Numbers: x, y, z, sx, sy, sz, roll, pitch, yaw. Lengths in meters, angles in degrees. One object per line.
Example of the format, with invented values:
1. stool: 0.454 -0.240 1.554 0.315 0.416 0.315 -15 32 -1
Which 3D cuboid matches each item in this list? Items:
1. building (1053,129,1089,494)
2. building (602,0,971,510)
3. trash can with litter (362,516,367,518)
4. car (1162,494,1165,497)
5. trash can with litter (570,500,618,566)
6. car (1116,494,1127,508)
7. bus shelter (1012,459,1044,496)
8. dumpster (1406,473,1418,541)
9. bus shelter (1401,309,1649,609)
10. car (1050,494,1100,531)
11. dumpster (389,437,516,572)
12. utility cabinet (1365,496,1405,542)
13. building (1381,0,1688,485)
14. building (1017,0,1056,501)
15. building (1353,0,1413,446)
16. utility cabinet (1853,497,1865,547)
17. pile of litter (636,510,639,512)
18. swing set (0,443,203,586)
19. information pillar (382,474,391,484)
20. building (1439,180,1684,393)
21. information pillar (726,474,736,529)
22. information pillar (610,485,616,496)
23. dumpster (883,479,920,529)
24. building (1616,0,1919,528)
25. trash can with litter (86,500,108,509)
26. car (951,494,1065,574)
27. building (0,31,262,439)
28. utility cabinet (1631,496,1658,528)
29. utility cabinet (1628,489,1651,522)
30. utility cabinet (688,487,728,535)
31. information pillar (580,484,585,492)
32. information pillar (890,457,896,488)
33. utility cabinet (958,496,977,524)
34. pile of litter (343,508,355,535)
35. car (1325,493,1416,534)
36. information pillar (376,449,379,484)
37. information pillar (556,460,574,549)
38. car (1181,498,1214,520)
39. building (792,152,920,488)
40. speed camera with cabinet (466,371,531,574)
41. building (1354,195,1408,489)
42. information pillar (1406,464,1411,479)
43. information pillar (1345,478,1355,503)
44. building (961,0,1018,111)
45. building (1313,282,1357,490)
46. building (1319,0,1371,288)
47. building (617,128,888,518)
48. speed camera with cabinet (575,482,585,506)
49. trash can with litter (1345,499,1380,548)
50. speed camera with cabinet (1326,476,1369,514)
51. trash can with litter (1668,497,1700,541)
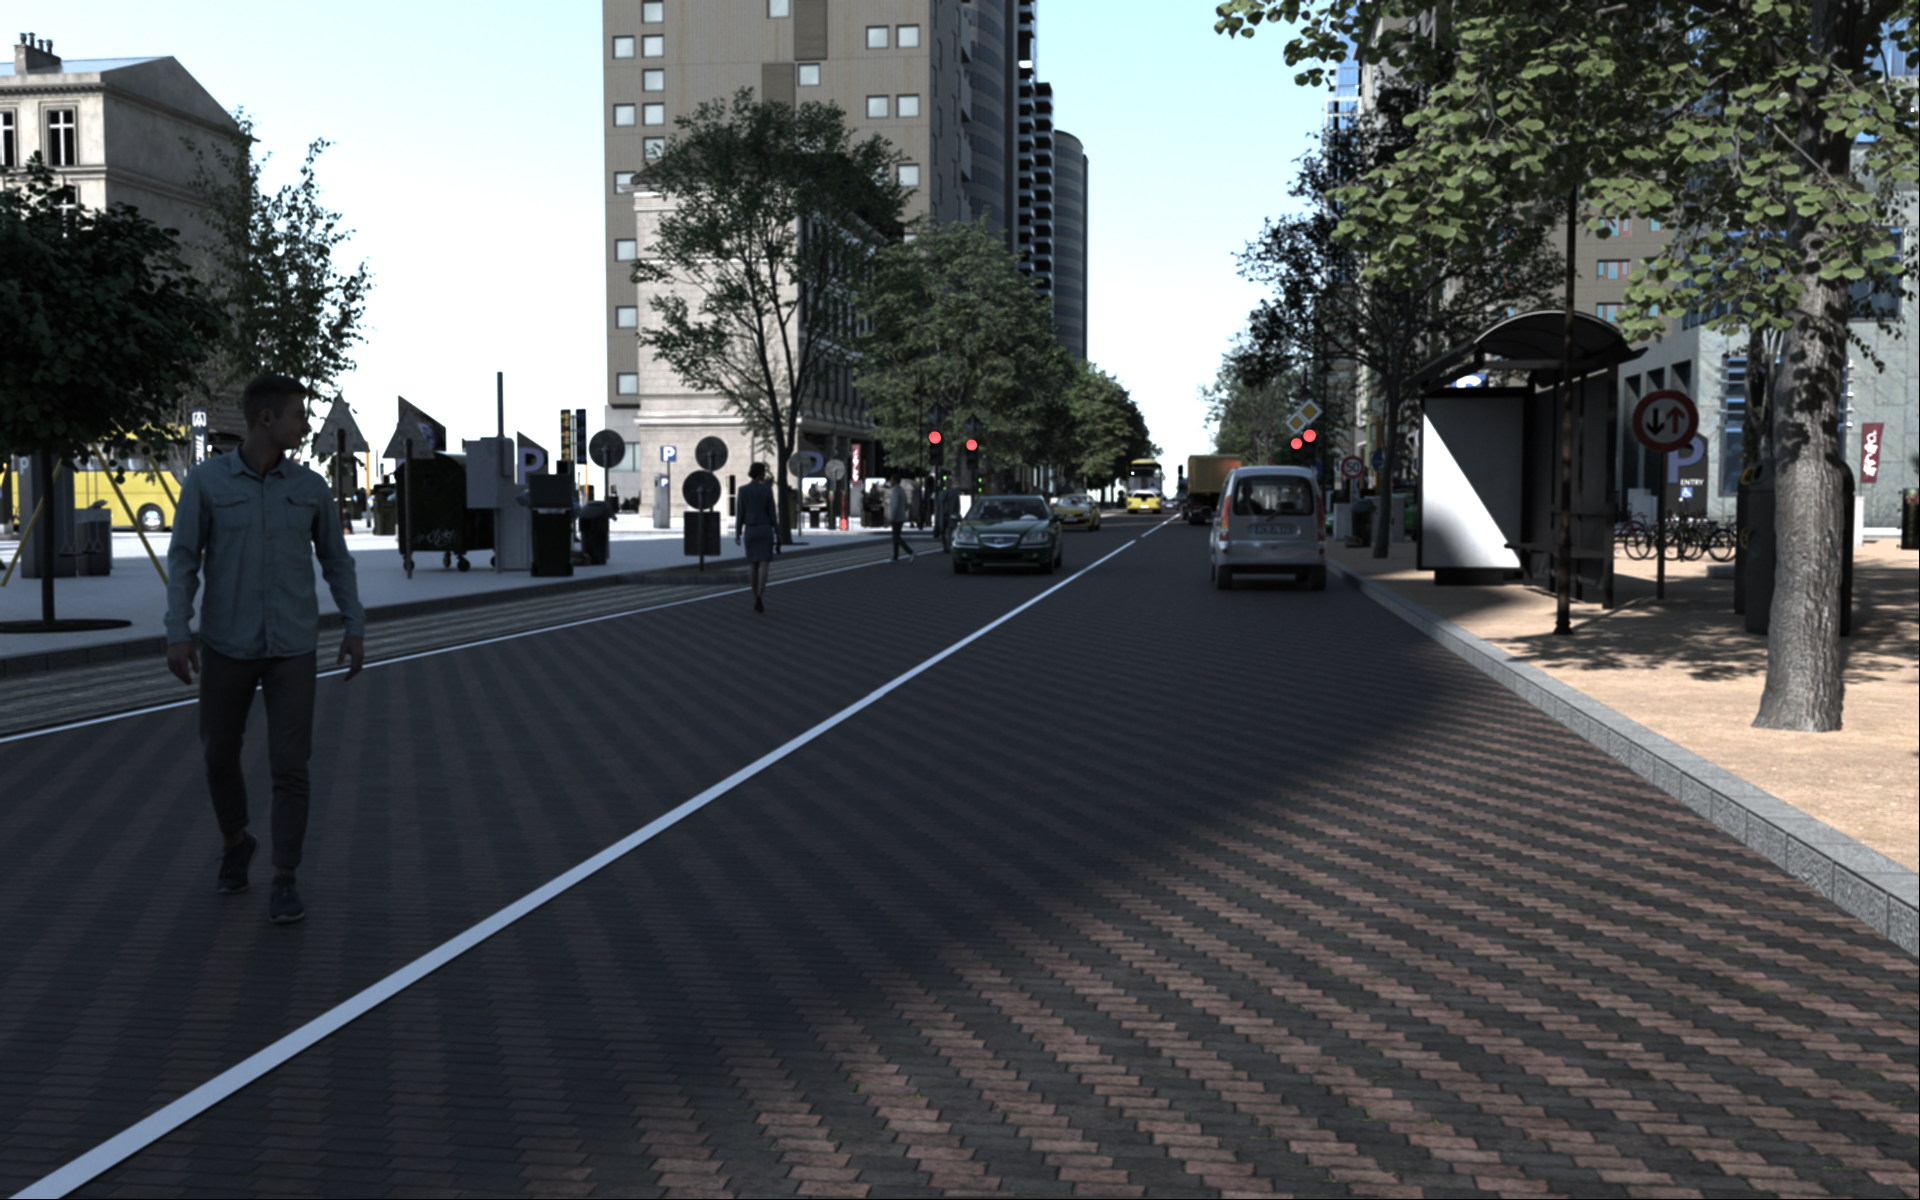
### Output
1. building: 8.896 -44.890 275.951 21.231 58.520 28.212 1 4 8
2. building: -13.777 -34.383 151.404 28.713 52.752 27.495 1 4 8
3. trash can with litter: -31.648 -4.927 91.608 2.233 1.210 1.678 -1 4 -9
4. car: 31.737 -16.072 272.994 2.015 1.641 3.980 0 4 7
5. trash can with litter: -6.652 -1.210 31.165 0.624 1.170 1.055 1 4 14
6. car: 15.765 -9.475 163.718 1.959 1.807 4.718 1 4 9
7. bus shelter: 3.703 -7.719 103.829 2.179 5.291 8.768 1 4 8
8. dumpster: 12.808 -2.685 46.387 1.502 2.255 1.985 1 4 8
9. bus shelter: 6.845 -1.698 21.689 2.014 3.302 5.546 0 4 8
10. car: 4.504 -3.513 67.661 2.015 1.641 3.980 1 4 10
11. dumpster: -8.577 -1.642 29.347 1.502 2.255 1.985 1 4 8
12. utility cabinet: 11.368 -2.154 46.379 1.020 1.237 0.306 0 4 3
13. building: 46.138 -42.980 140.974 20.563 71.187 20.611 1 4 8
14. building: 3.068 -57.084 245.999 22.319 86.520 31.000 1 4 8
15. building: 56.115 -36.093 179.361 28.713 52.752 27.495 1 4 8
16. utility cabinet: 21.418 -1.896 42.169 1.020 1.237 0.306 0 4 5
17. pile of litter: -22.421 -6.651 122.710 1.176 0.858 1.719 -1 4 -23
18. swing set: -11.670 -1.547 22.917 2.862 2.851 3.119 -1 4 -13
19. information pillar: -21.019 -3.609 63.500 0.304 2.012 0.304 -1 4 -19
20. building: 47.817 -16.508 114.947 27.650 21.520 28.899 1 4 8
21. information pillar: -8.492 -3.658 64.306 0.304 2.012 0.304 -2 4 -25
22. information pillar: -26.906 -7.943 134.354 0.304 2.012 0.304 1 4 16
23. dumpster: -2.179 -3.629 65.086 1.264 1.857 1.865 0 4 8
24. building: 45.136 -46.483 72.664 31.000 86.520 22.319 1 4 8
25. trash can with litter: -17.386 -1.400 34.273 1.055 1.170 0.624 0 4 -6
26. car: 0.951 -1.281 32.737 2.131 1.459 4.920 0 4 6
27. building: -54.321 -16.287 85.379 34.723 24.649 14.460 1 4 8
28. utility cabinet: 26.056 -3.350 65.931 0.306 1.237 1.020 -1 4 -23
29. utility cabinet: 27.449 -3.749 69.970 0.318 1.500 1.173 -1 4 -11
30. utility cabinet: -7.729 -2.719 53.138 1.173 1.500 0.318 -1 4 -14
31. information pillar: -28.554 -7.750 131.196 0.304 2.012 0.304 2 4 25
32. information pillar: -4.021 -6.890 104.005 0.183 3.616 0.504 3 4 38
33. utility cabinet: 0.220 -3.815 73.533 1.020 1.237 0.306 2 4 32
34. pile of litter: -19.813 -2.512 55.044 1.176 0.858 1.719 0 4 -8
35. car: 13.640 -2.775 54.159 4.718 1.807 1.959 1 4 9
36. information pillar: -29.887 -5.965 88.876 0.183 3.616 0.504 -1 4 -14
37. information pillar: -8.516 -2.009 37.342 0.304 2.012 0.304 0 4 1
38. car: 13.282 -5.299 96.425 2.009 1.686 4.222 1 4 8
39. building: -10.204 -17.822 121.072 12.332 23.373 15.834 1 4 8
40. speed camera with cabinet: -7.467 -2.103 28.714 0.660 3.252 2.038 1 4 11
41. building: 44.638 -23.746 159.945 14.160 30.474 14.107 1 4 8
42. information pillar: 32.258 -8.151 124.616 0.183 3.616 0.504 3 5 42
43. information pillar: 18.203 -4.671 80.869 0.304 2.012 0.304 -3 5 -41
44. building: -6.085 -38.928 178.467 21.231 58.520 28.212 1 4 8
45. building: 57.975 -29.273 250.308 14.160 30.474 14.107 1 4 8
46. building: 65.237 -58.570 270.290 22.319 86.520 31.000 1 4 8
47. building: -12.675 -14.813 93.107 10.553 20.767 40.483 1 4 8
48. speed camera with cabinet: -28.306 -8.169 127.901 0.660 3.252 2.038 -3 5 -40
49. trash can with litter: 9.633 -1.847 41.592 0.624 1.170 1.055 2 4 29
50. speed camera with cabinet: 19.418 -5.654 86.778 2.038 3.252 0.660 0 4 4
51. trash can with litter: 19.736 -2.231 47.530 1.678 1.210 2.233 2 4 24
